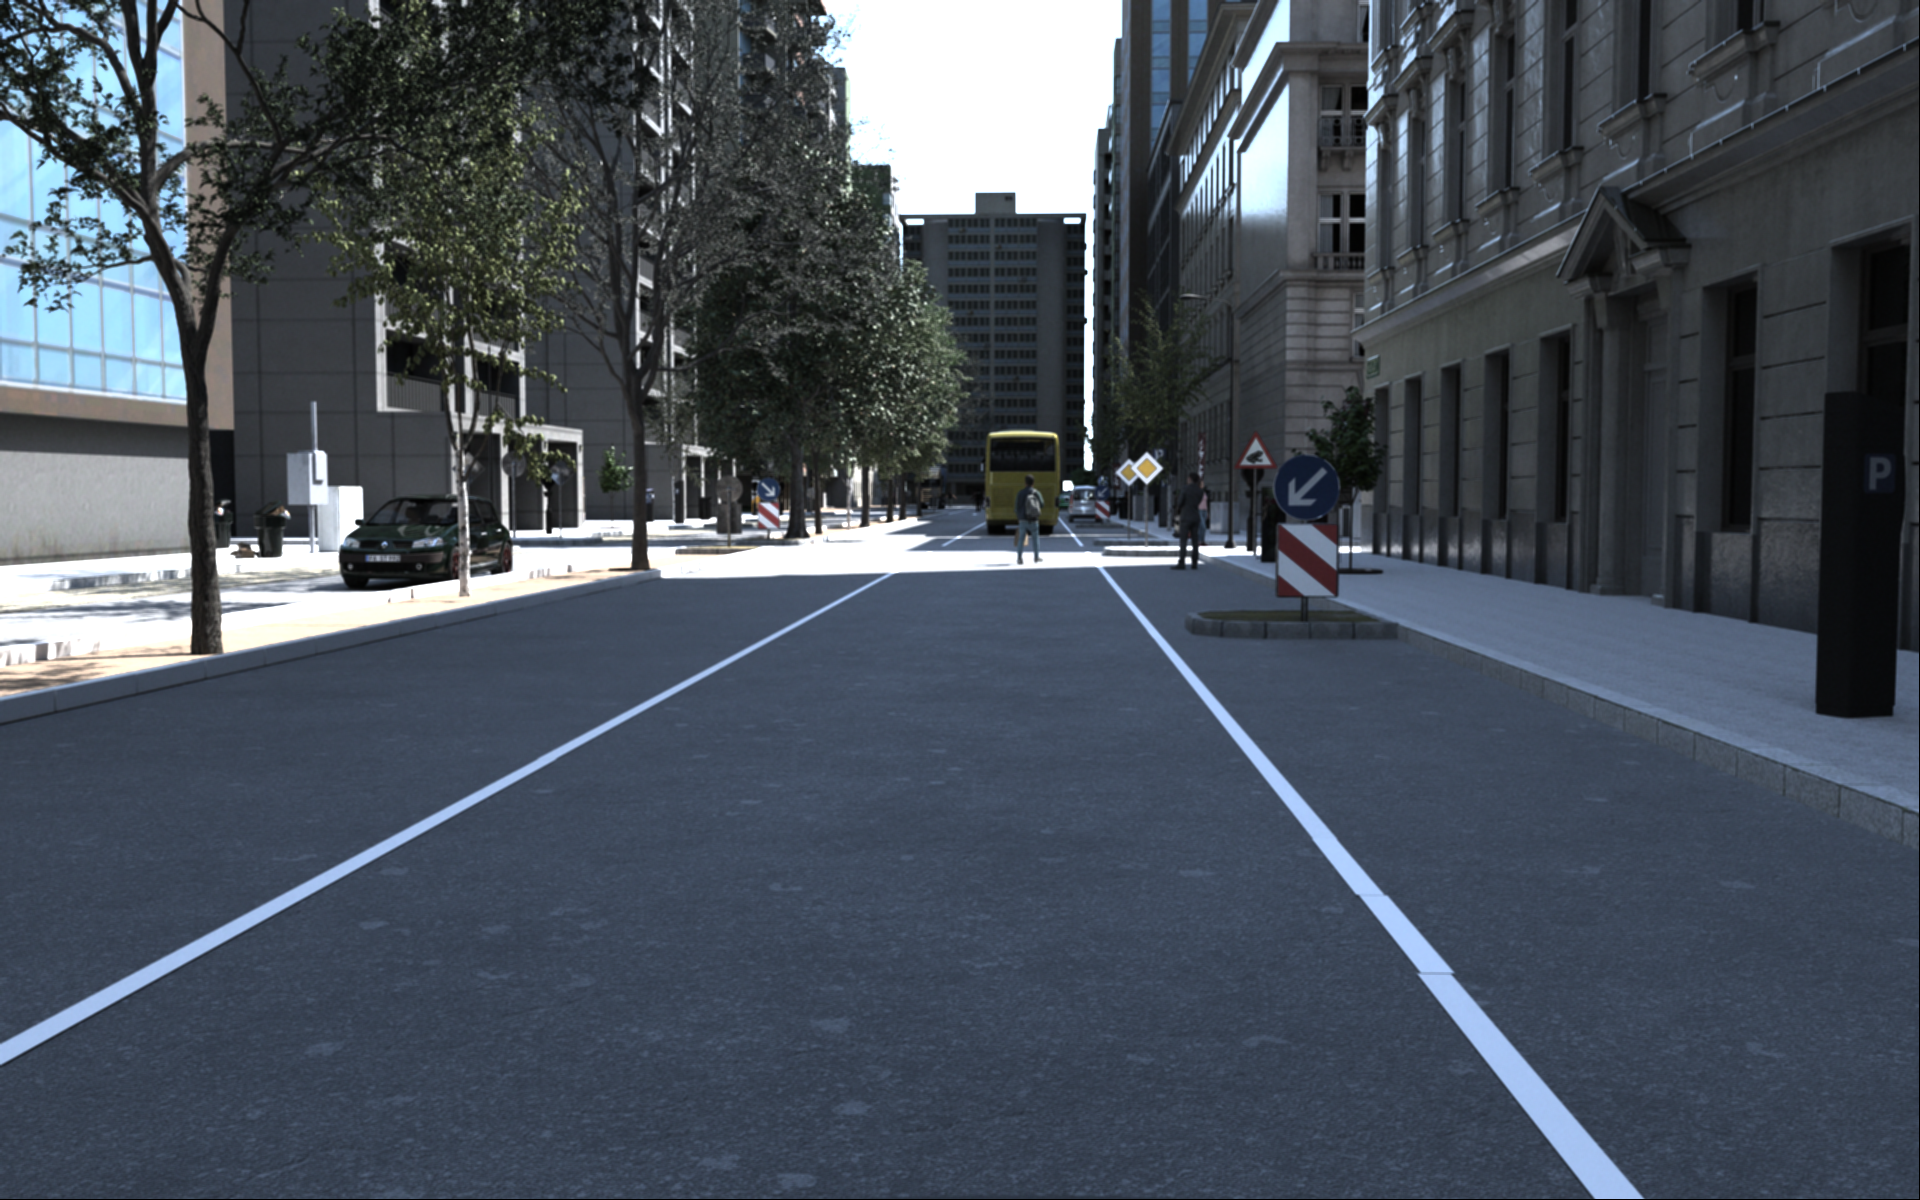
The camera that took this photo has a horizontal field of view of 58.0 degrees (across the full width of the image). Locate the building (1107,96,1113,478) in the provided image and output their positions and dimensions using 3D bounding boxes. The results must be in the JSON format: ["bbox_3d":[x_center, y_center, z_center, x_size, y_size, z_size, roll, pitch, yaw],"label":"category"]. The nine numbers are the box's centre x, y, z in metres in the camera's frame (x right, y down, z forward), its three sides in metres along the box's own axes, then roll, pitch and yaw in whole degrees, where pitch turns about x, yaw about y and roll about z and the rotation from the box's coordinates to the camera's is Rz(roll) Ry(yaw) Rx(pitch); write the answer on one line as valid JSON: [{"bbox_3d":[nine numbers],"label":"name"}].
[{"bbox_3d":[27.003,-34.319,180.728,23.786,49.044,30.456,0,4,3],"label":"building"}]

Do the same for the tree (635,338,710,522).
[{"bbox_3d":[-13.072,-7.875,79.117,4.360,8.622,3.978,0,3,0],"label":"tree"}]

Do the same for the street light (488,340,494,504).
[{"bbox_3d":[-12.855,-4.700,49.389,1.470,5.913,1.316,0,4,3],"label":"street light"}]

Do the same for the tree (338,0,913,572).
[{"bbox_3d":[-5.944,-7.276,31.783,12.009,13.543,11.850,0,3,0],"label":"tree"}]

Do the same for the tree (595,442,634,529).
[{"bbox_3d":[-12.949,-4.262,64.279,1.663,3.219,1.824,0,3,0],"label":"tree"}]

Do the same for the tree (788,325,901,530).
[{"bbox_3d":[-4.403,-7.074,68.484,4.360,8.622,3.978,0,3,0],"label":"tree"}]

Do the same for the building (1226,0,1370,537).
[{"bbox_3d":[21.352,-13.091,55.837,24.055,21.916,13.314,0,4,3],"label":"building"}]

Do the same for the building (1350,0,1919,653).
[{"bbox_3d":[15.763,-14.634,15.678,17.030,29.872,44.131,0,4,3],"label":"building"}]

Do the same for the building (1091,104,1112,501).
[{"bbox_3d":[27.437,-36.385,218.592,21.600,48.544,21.300,0,4,3],"label":"building"}]

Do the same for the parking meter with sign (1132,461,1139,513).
[{"bbox_3d":[9.428,-5.939,93.370,0.543,3.016,1.738,1,4,8],"label":"parking meter with sign"}]

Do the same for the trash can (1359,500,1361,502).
[{"bbox_3d":[9.826,-1.796,41.026,0.748,1.137,0.748,0,3,0],"label":"trash can"}]

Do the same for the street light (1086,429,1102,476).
[{"bbox_3d":[9.578,-9.227,123.403,1.470,5.913,1.316,0,4,3],"label":"street light"}]

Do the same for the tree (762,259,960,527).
[{"bbox_3d":[-4.160,-9.410,74.439,7.486,12.596,7.792,0,3,0],"label":"tree"}]

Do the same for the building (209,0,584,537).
[{"bbox_3d":[-24.778,-38.027,59.990,20.563,71.187,20.611,0,4,3],"label":"building"}]

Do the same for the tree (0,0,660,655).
[{"bbox_3d":[-6.674,-4.807,15.470,8.767,10.594,7.601,0,4,3],"label":"tree"}]

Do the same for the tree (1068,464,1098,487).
[{"bbox_3d":[14.270,-13.270,200.683,4.285,4.588,4.351,0,3,0],"label":"tree"}]

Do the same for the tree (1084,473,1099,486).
[{"bbox_3d":[11.561,-9.387,148.079,1.663,3.219,1.824,0,3,0],"label":"tree"}]

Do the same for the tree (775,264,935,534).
[{"bbox_3d":[-4.949,-7.606,61.225,8.767,10.594,7.601,0,4,3],"label":"tree"}]

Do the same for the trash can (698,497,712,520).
[{"bbox_3d":[-12.657,-4.546,85.984,0.748,1.137,0.748,0,3,0],"label":"trash can"}]

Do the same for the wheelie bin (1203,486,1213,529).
[{"bbox_3d":[8.922,-3.435,64.063,0.693,1.594,0.980,-2,4,-29],"label":"wheelie bin"}]

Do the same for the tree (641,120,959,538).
[{"bbox_3d":[-4.949,-8.134,52.461,9.611,12.733,9.660,0,3,0],"label":"tree"}]

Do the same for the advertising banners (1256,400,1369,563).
[{"bbox_3d":[6.600,-2.211,32.341,2.074,3.025,0.090,1,4,10],"label":"advertising banners"}]

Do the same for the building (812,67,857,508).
[{"bbox_3d":[-17.742,-29.217,161.287,14.154,41.232,14.086,0,4,3],"label":"building"}]

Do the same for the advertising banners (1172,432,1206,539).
[{"bbox_3d":[6.586,-3.274,49.711,0.090,3.025,2.074,-1,4,-18],"label":"advertising banners"}]

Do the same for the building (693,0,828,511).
[{"bbox_3d":[-22.499,-29.646,139.344,22.147,44.769,28.867,0,4,3],"label":"building"}]

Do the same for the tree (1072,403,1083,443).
[{"bbox_3d":[9.343,-9.678,108.598,4.737,8.622,4.395,0,3,0],"label":"tree"}]

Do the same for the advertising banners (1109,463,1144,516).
[{"bbox_3d":[9.585,-6.224,97.947,2.074,3.025,0.090,1,4,18],"label":"advertising banners"}]

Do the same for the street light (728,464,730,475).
[{"bbox_3d":[-11.117,-7.022,87.354,1.470,5.913,1.316,0,4,3],"label":"street light"}]

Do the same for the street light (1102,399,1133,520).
[{"bbox_3d":[7.860,-6.875,84.947,1.470,5.913,1.316,0,4,3],"label":"street light"}]

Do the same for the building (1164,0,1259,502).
[{"bbox_3d":[18.984,-15.310,83.607,16.112,22.955,30.059,0,4,3],"label":"building"}]

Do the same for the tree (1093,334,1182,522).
[{"bbox_3d":[8.193,-7.844,78.610,4.360,8.622,3.978,0,3,0],"label":"tree"}]

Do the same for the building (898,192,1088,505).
[{"bbox_3d":[4.541,-32.627,225.331,23.993,40.220,32.217,0,4,3],"label":"building"}]

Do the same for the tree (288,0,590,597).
[{"bbox_3d":[-6.835,-4.323,23.506,4.737,8.622,4.395,0,3,0],"label":"tree"}]

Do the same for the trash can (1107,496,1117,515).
[{"bbox_3d":[9.352,-5.794,106.384,0.748,1.137,0.748,0,3,0],"label":"trash can"}]

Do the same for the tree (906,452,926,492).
[{"bbox_3d":[-3.274,-8.997,99.923,4.360,8.622,3.978,0,3,0],"label":"tree"}]

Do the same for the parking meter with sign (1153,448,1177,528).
[{"bbox_3d":[8.094,-4.328,67.029,0.543,3.016,1.738,2,4,32],"label":"parking meter with sign"}]

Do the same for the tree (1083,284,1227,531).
[{"bbox_3d":[7.067,-6.721,60.249,4.737,8.622,4.395,0,3,0],"label":"tree"}]

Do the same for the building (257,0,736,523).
[{"bbox_3d":[-23.267,-40.062,93.265,20.563,71.187,20.611,0,4,3],"label":"building"}]

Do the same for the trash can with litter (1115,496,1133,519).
[{"bbox_3d":[8.508,-4.736,88.826,1.055,1.170,0.624,-3,5,-44],"label":"trash can with litter"}]

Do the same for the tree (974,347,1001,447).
[{"bbox_3d":[-2.533,-11.938,108.018,12.009,13.543,11.850,0,3,0],"label":"tree"}]

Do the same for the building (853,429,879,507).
[{"bbox_3d":[-24.442,-20.830,185.612,28.899,21.520,27.650,0,4,3],"label":"building"}]

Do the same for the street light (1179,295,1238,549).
[{"bbox_3d":[5.806,-4.155,40.483,1.470,5.913,1.316,0,4,3],"label":"street light"}]

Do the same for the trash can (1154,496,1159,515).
[{"bbox_3d":[11.627,-5.677,104.465,0.748,1.137,0.748,0,3,0],"label":"trash can"}]

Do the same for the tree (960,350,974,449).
[{"bbox_3d":[-3.145,-10.517,92.531,7.486,12.596,7.792,0,3,0],"label":"tree"}]

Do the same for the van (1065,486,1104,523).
[{"bbox_3d":[6.369,-4.981,88.451,2.013,2.044,4.112,0,4,3],"label":"van"}]

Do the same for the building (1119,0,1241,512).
[{"bbox_3d":[19.313,-29.376,130.403,14.600,45.320,14.200,0,4,3],"label":"building"}]

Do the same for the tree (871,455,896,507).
[{"bbox_3d":[-7.567,-13.646,173.472,4.737,8.622,4.395,0,3,0],"label":"tree"}]

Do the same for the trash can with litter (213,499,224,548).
[{"bbox_3d":[-17.661,-1.794,40.726,1.055,1.170,0.624,1,4,12],"label":"trash can with litter"}]

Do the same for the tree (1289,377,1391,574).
[{"bbox_3d":[6.468,-2.058,28.250,1.663,3.219,1.824,0,3,0],"label":"tree"}]

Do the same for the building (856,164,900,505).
[{"bbox_3d":[-14.865,-32.673,217.790,14.086,41.232,14.154,0,4,3],"label":"building"}]

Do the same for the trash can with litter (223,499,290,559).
[{"bbox_3d":[-14.006,-1.422,34.643,0.624,1.170,1.055,3,5,42],"label":"trash can with litter"}]

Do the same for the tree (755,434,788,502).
[{"bbox_3d":[-11.805,-9.797,110.541,4.360,8.622,3.978,0,3,0],"label":"tree"}]

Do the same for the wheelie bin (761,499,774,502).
[{"bbox_3d":[-11.828,-6.008,106.135,0.980,1.594,0.693,2,4,24],"label":"wheelie bin"}]

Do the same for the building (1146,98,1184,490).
[{"bbox_3d":[19.685,-19.414,110.923,14.314,27.812,24.014,0,4,3],"label":"building"}]

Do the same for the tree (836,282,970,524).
[{"bbox_3d":[-3.307,-9.514,83.768,9.928,11.665,9.643,0,3,0],"label":"tree"}]

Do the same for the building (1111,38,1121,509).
[{"bbox_3d":[20.879,-29.071,158.905,14.154,41.232,14.086,0,4,3],"label":"building"}]
